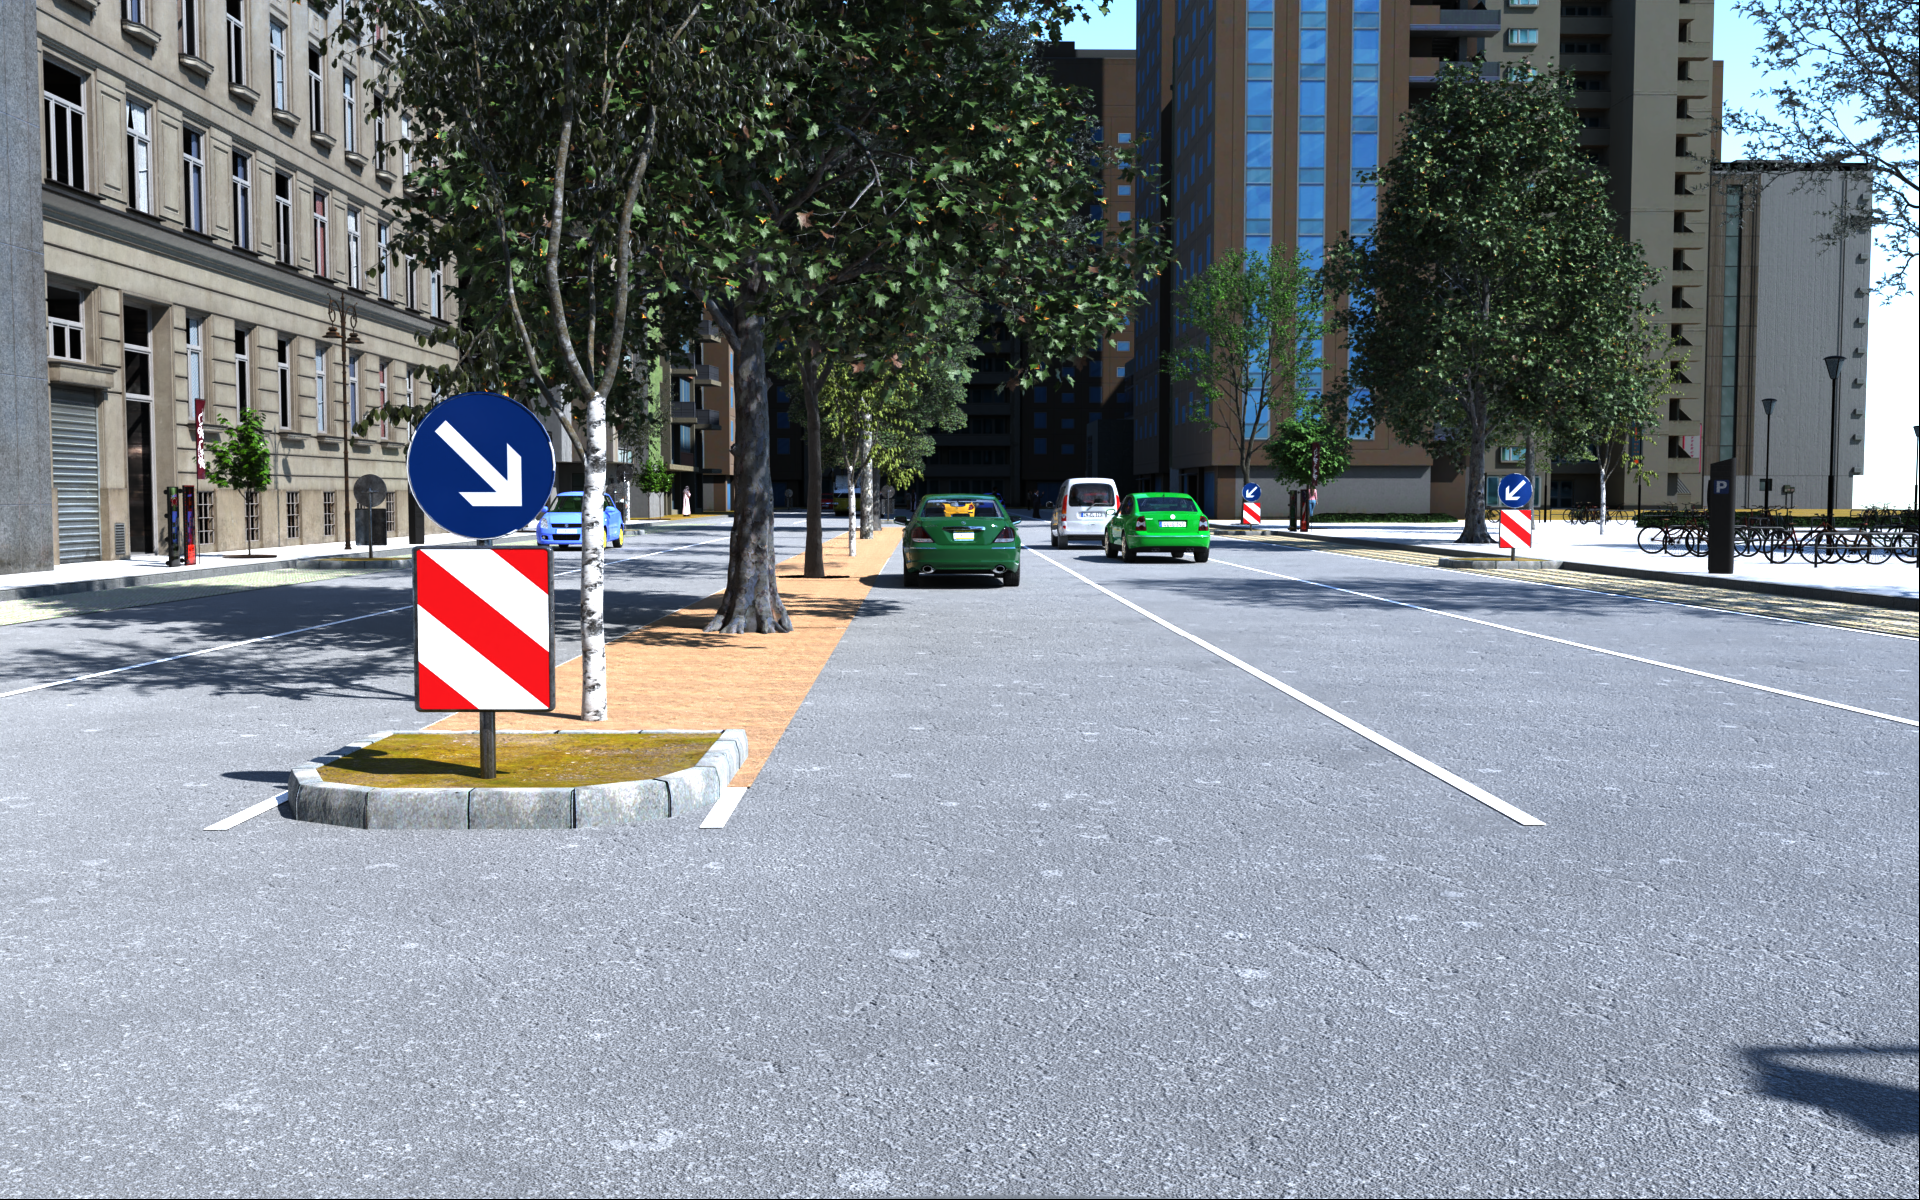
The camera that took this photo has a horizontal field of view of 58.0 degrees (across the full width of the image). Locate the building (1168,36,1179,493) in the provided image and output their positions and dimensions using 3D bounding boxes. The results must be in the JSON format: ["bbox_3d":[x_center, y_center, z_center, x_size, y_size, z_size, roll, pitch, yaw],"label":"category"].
[{"bbox_3d":[19.704,-20.475,106.460,14.160,30.474,14.107,0,4,-1],"label":"building"}]

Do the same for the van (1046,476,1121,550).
[{"bbox_3d":[3.339,-2.392,46.119,2.013,2.044,4.112,0,4,-1],"label":"van"}]

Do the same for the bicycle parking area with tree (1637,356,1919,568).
[{"bbox_3d":[18.241,-2.841,33.460,9.016,4.147,8.231,1,4,15],"label":"bicycle parking area with tree"}]

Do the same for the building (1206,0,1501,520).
[{"bbox_3d":[19.262,-27.014,91.794,14.600,45.320,14.200,0,4,-1],"label":"building"}]

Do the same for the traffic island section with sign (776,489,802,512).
[{"bbox_3d":[-13.526,-7.868,137.270,1.989,1.847,2.006,0,4,-1],"label":"traffic island section with sign"}]

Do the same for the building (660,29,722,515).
[{"bbox_3d":[-27.458,-27.944,111.502,22.147,44.769,28.867,0,4,-1],"label":"building"}]

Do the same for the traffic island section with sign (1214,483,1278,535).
[{"bbox_3d":[9.973,-3.186,60.727,1.989,1.847,2.006,0,4,-1],"label":"traffic island section with sign"}]

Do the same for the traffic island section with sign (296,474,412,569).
[{"bbox_3d":[-11.676,-1.546,33.912,1.989,1.847,2.006,0,4,-1],"label":"traffic island section with sign"}]

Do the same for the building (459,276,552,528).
[{"bbox_3d":[-24.745,-12.194,66.816,16.820,18.784,16.811,0,4,-1],"label":"building"}]

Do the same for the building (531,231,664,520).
[{"bbox_3d":[-23.718,-24.871,90.237,14.154,41.232,14.086,0,4,-1],"label":"building"}]

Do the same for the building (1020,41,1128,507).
[{"bbox_3d":[13.094,-32.116,175.213,14.200,45.320,14.600,0,4,-1],"label":"building"}]

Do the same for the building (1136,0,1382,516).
[{"bbox_3d":[19.892,-28.759,120.324,14.600,45.320,14.200,0,4,-1],"label":"building"}]

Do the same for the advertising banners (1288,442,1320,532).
[{"bbox_3d":[11.654,-3.820,58.651,0.090,3.025,2.074,-1,4,-18],"label":"advertising banners"}]

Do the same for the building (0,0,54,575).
[{"bbox_3d":[-20.999,-12.245,18.231,12.078,24.808,19.932,0,4,-1],"label":"building"}]

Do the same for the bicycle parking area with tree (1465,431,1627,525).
[{"bbox_3d":[27.539,-5.437,75.891,9.016,4.147,8.231,-1,4,-15],"label":"bicycle parking area with tree"}]

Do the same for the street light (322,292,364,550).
[{"bbox_3d":[-14.142,-4.101,39.845,0.468,5.910,1.993,0,4,-1],"label":"street light"}]

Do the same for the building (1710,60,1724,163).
[{"bbox_3d":[66.885,-32.167,176.048,14.200,45.320,14.600,0,4,-1],"label":"building"}]

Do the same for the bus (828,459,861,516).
[{"bbox_3d":[-7.014,-7.610,115.968,2.896,3.916,12.252,0,4,-1],"label":"bus"}]

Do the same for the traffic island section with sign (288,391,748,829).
[{"bbox_3d":[-2.130,-0.012,8.340,2.006,1.907,1.989,0,4,-1],"label":"traffic island section with sign"}]

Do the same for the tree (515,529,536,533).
[{"bbox_3d":[-14.560,-3.878,58.001,1.663,3.219,1.824,0,3,0],"label":"tree"}]

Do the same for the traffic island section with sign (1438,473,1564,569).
[{"bbox_3d":[10.456,-1.538,33.776,1.989,1.847,2.006,0,4,-1],"label":"traffic island section with sign"}]

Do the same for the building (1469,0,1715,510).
[{"bbox_3d":[51.980,-32.118,148.836,21.600,48.544,21.300,0,4,-1],"label":"building"}]

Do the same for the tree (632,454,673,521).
[{"bbox_3d":[-15.061,-5.468,84.000,1.663,3.219,1.824,0,3,0],"label":"tree"}]

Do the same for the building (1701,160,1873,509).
[{"bbox_3d":[70.021,-23.351,153.497,14.107,30.474,14.160,0,4,-1],"label":"building"}]

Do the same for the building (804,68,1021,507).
[{"bbox_3d":[-4.861,-33.902,178.004,21.600,48.544,21.300,0,4,-1],"label":"building"}]

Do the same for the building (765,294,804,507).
[{"bbox_3d":[-22.746,-32.093,174.831,14.200,45.320,14.600,0,4,-1],"label":"building"}]

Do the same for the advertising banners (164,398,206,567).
[{"bbox_3d":[-13.880,-2.136,31.112,0.090,3.025,2.074,0,4,-4],"label":"advertising banners"}]

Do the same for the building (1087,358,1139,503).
[{"bbox_3d":[23.105,-50.722,141.983,22.319,86.520,31.000,0,4,-1],"label":"building"}]

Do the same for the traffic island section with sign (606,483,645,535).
[{"bbox_3d":[-12.154,-3.195,60.863,1.989,1.847,2.006,0,4,-1],"label":"traffic island section with sign"}]

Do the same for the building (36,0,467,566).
[{"bbox_3d":[-23.726,-12.846,43.311,16.112,22.955,30.059,0,4,-1],"label":"building"}]

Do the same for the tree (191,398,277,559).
[{"bbox_3d":[-14.310,-2.467,34.934,1.663,3.219,1.824,0,3,0],"label":"tree"}]

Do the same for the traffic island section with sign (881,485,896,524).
[{"bbox_3d":[-3.489,-4.607,83.467,2.006,1.907,1.989,0,4,-1],"label":"traffic island section with sign"}]

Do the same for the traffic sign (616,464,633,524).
[{"bbox_3d":[-14.392,-4.538,74.301,0.768,2.556,0.104,0,4,7],"label":"traffic sign"}]
